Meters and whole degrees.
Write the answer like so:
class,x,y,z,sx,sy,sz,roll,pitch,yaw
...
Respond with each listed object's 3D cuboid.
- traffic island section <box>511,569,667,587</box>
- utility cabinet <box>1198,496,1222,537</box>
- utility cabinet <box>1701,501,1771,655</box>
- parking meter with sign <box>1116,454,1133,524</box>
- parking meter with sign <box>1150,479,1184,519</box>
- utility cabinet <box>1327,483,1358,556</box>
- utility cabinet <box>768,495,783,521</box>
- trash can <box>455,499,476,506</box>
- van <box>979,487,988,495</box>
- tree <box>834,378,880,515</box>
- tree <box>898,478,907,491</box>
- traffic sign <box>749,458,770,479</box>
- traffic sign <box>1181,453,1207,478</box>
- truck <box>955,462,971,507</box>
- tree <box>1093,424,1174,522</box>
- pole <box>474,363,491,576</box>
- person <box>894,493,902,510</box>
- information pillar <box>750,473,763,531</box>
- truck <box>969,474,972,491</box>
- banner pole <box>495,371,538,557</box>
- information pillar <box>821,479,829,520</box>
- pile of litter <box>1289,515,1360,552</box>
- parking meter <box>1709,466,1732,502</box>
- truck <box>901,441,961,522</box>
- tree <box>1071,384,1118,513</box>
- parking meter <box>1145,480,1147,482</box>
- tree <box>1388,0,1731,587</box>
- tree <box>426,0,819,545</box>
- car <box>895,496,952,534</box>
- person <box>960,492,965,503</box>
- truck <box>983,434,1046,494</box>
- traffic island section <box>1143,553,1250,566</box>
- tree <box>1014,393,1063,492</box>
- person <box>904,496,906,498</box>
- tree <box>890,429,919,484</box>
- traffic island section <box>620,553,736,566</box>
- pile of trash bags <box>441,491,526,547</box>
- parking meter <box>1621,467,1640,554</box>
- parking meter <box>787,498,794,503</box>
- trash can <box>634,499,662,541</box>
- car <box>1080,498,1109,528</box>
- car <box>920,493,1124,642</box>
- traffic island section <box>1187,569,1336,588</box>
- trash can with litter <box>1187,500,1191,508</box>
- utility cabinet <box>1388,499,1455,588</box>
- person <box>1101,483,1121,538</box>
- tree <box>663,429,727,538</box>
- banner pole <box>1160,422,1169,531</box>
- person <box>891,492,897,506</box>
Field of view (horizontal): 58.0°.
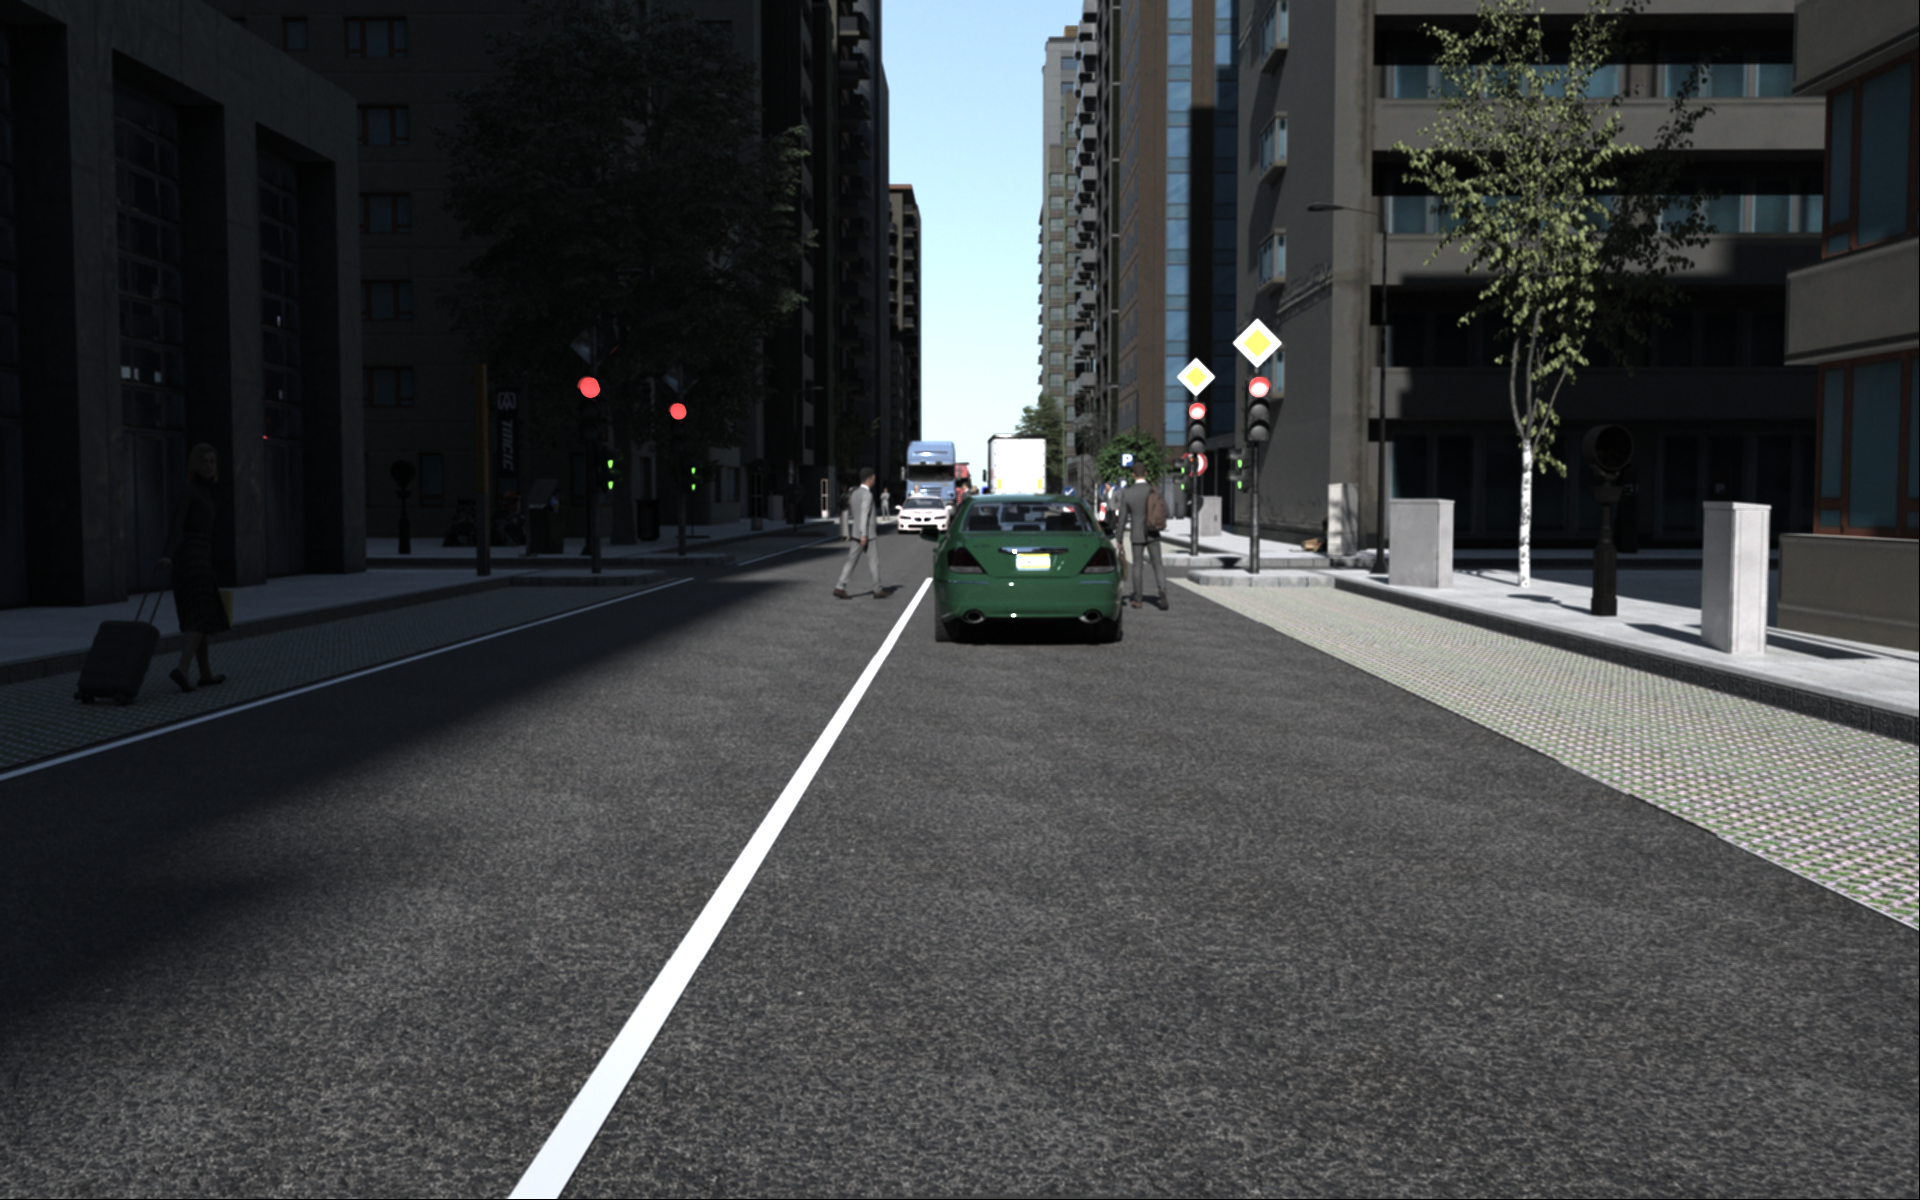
class,x,y,z,sx,sy,sz,roll,pitch,yaw
traffic island section,-5.918,-0.356,28.098,2.009,0.180,2.903,0,4,1
utility cabinet,7.539,-2.532,52.564,0.306,1.237,1.020,3,5,44
utility cabinet,6.411,-0.194,14.327,0.306,1.237,1.020,1,4,11
parking meter with sign,7.105,-4.852,75.589,0.543,3.016,1.738,0,4,-7
parking meter with sign,10.511,-5.611,88.002,1.738,3.016,0.543,-1,4,-9
utility cabinet,7.928,-1.666,35.913,0.318,1.500,1.173,2,4,28
utility cabinet,-8.863,-4.405,83.182,0.306,1.237,1.020,1,4,22
trash can,-13.122,-2.125,46.392,0.748,1.137,0.748,0,3,0
van,2.601,-8.367,141.176,2.240,2.365,5.245,0,4,0
tree,-7.420,-9.664,108.361,4.737,8.622,4.395,0,3,0
tree,-6.060,-11.623,184.635,1.663,3.219,1.824,0,3,0
traffic sign,-7.138,-3.761,61.606,0.768,2.556,0.104,1,4,11
traffic sign,6.752,-3.057,50.084,0.768,2.556,0.104,0,4,2
truck,-0.392,-10.195,155.608,2.839,4.237,11.283,0,4,0
tree,7.954,-5.818,78.835,4.285,4.588,4.351,0,3,0
pole,-7.495,-2.038,27.161,0.158,3.312,0.155,0,3,0
person,-4.864,-7.839,137.469,0.742,1.727,0.445,-2,4,-24
information pillar,-7.154,-3.451,60.916,0.304,2.012,0.304,-3,5,-41
truck,0.325,-15.847,248.005,2.839,4.237,11.283,0,4,0
banner pole,-9.105,-2.781,35.487,0.863,3.779,0.401,0,4,3
information pillar,-6.755,-5.044,86.965,0.304,2.012,0.304,1,4,20
pile of litter,8.176,-1.519,38.808,1.719,0.858,1.176,0,4,-2
parking meter,16.081,-1.893,36.658,0.399,1.863,0.255,2,4,32
truck,-1.479,-6.363,93.799,2.967,4.110,18.799,0,4,0
tree,9.411,-10.191,116.991,4.360,8.622,3.978,0,3,0
parking meter,7.793,-4.185,74.130,0.399,1.863,0.255,2,4,35
tree,8.069,-4.489,23.758,4.737,8.622,4.395,0,3,0
tree,-8.473,-8.385,43.751,9.857,13.997,8.962,0,3,0
car,-1.314,-3.121,63.395,2.083,1.381,4.827,0,3,0
person,0.230,-8.541,149.617,0.415,1.643,0.593,2,4,32
truck,2.690,-5.966,86.462,2.839,4.237,11.283,0,4,-1
traffic island section,4.883,-0.835,35.930,2.009,0.180,2.903,0,4,1
tree,9.441,-16.852,193.662,7.486,12.596,7.792,0,3,0
person,-3.968,-8.071,140.477,1.348,1.821,0.705,0,4,-4
tree,-6.103,-14.571,188.605,4.360,8.622,3.978,0,3,0
traffic island section,-5.807,-0.844,36.083,2.009,0.180,2.903,0,4,1
pile of trash bags,-11.691,-2.067,43.541,1.912,1.369,3.447,0,4,2
parking meter,14.484,-1.939,37.414,0.255,1.863,0.399,3,4,36
parking meter,-8.030,-4.501,82.005,0.372,1.533,0.369,0,3,0
trash can,-8.532,-2.186,47.399,0.748,1.137,0.748,0,3,0
car,1.163,-0.779,24.741,2.014,1.417,4.499,0,4,0
car,0.637,-0.391,18.197,2.131,1.459,4.920,0,4,-1
traffic island section,4.772,-0.346,27.945,2.009,0.180,2.903,0,4,1
trash can with litter,11.118,-4.251,80.884,0.624,1.170,1.055,3,4,36
utility cabinet,6.390,-0.786,24.005,0.306,1.237,1.020,-2,4,-26
person,4.896,-2.905,56.185,0.592,1.802,0.473,3,5,41
tree,-7.918,-3.420,50.513,1.663,3.219,1.824,0,3,0
banner pole,7.077,-4.298,60.283,0.401,3.779,0.863,0,4,4
person,-7.188,-11.255,193.341,1.217,1.723,0.721,3,4,36
